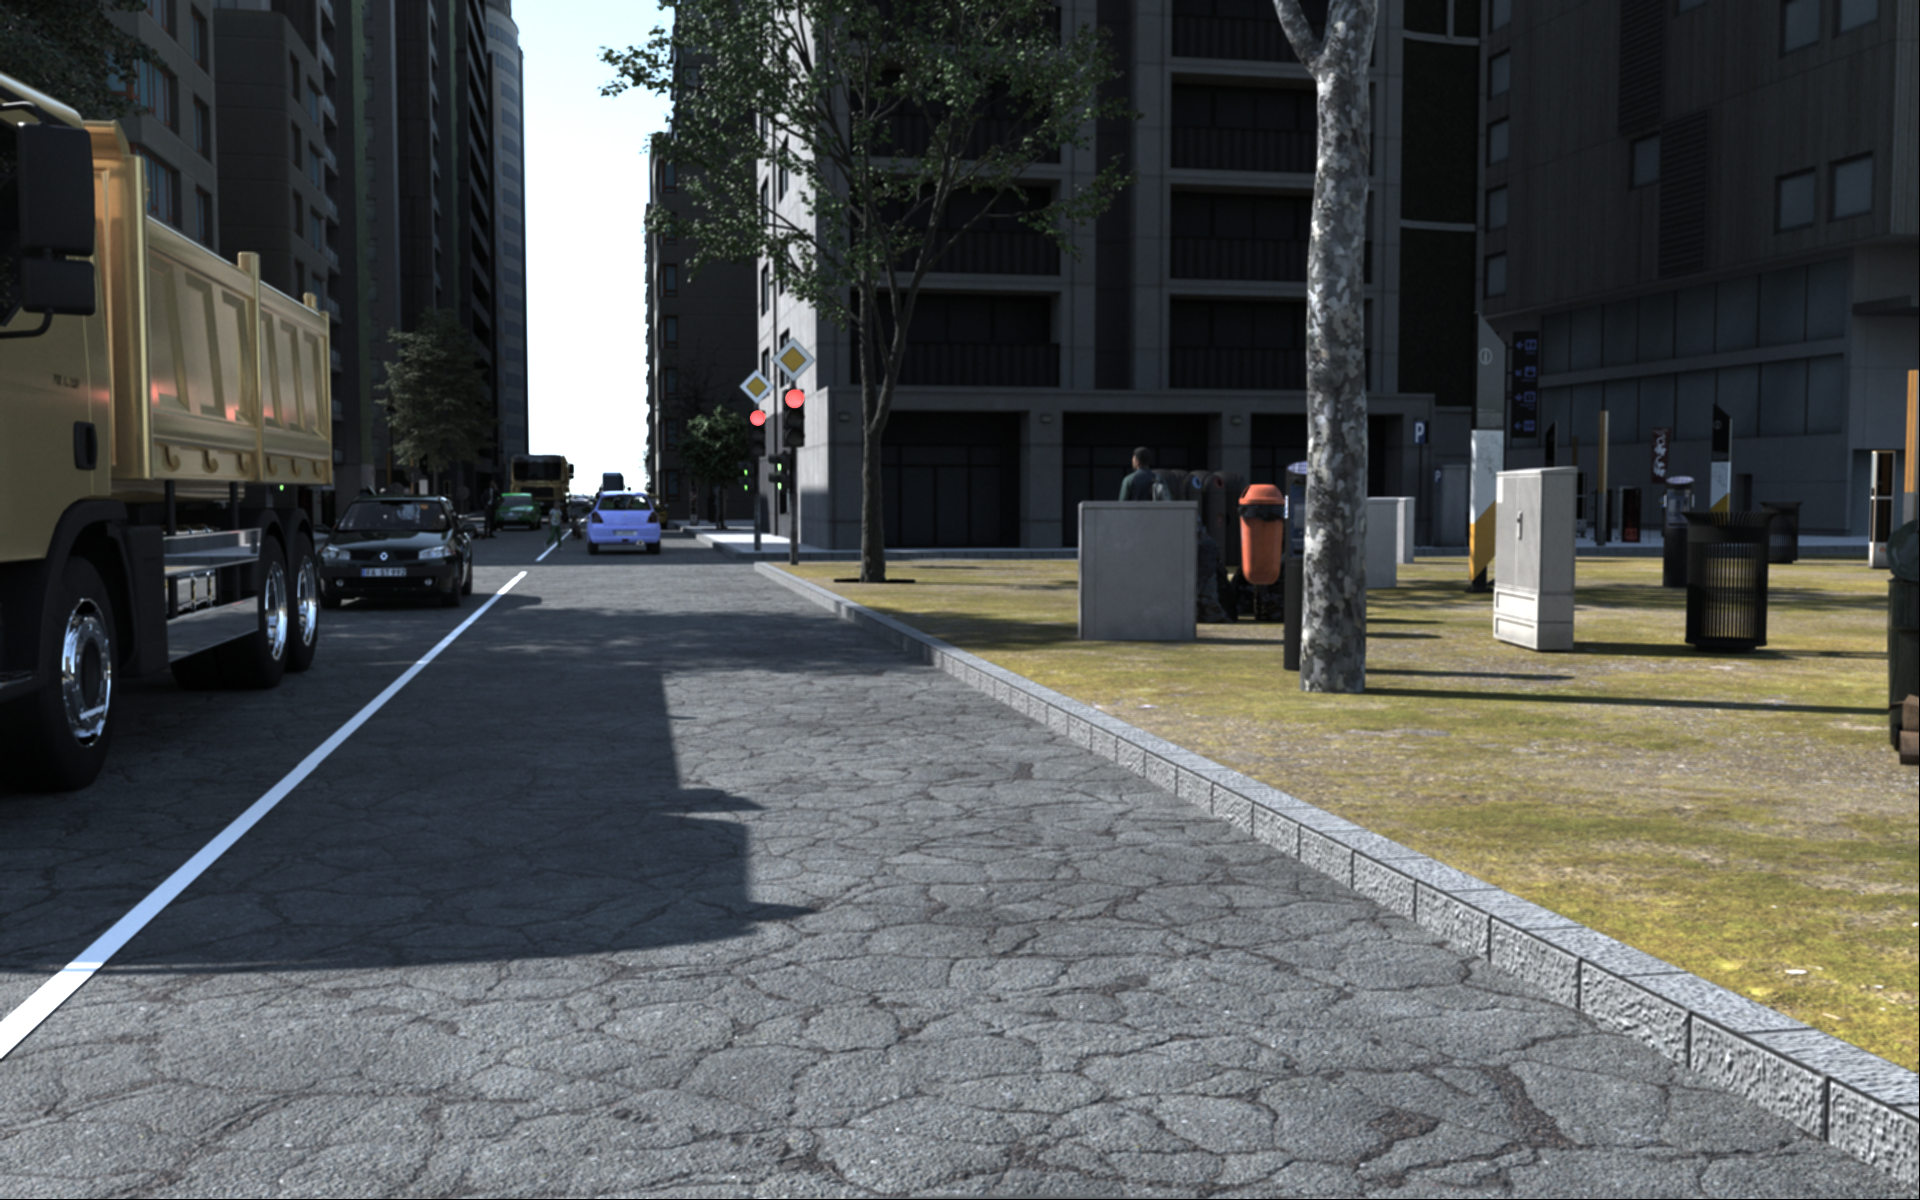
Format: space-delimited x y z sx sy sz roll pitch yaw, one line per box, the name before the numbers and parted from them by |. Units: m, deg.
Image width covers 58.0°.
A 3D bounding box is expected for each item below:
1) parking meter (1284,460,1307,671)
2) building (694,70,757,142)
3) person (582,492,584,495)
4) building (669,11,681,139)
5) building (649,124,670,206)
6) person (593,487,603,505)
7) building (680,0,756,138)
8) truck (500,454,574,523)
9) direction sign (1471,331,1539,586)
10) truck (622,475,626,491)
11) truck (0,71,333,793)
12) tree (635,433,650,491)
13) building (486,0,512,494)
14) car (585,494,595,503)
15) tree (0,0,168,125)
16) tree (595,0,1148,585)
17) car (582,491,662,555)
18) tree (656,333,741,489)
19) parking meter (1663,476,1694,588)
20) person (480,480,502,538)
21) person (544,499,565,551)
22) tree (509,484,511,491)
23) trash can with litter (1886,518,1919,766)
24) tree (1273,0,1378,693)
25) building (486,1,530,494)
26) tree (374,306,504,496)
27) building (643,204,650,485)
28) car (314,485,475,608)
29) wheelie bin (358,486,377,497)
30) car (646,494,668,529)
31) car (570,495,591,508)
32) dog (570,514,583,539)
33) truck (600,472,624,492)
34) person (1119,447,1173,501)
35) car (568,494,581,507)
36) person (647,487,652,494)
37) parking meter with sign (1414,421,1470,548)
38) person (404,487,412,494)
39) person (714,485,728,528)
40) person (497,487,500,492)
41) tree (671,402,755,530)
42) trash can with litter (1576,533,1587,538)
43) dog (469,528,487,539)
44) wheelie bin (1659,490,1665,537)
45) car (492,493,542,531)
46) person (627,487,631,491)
parking meter | 2.559 -0.258 12.633 0.372 1.533 0.369 0 3 0
building | -11.812 -21.486 122.999 14.160 30.474 14.107 -1 4 -11
person | -54.348 -14.730 250.048 1.217 1.735 0.721 2 4 24
building | -15.042 -32.989 158.983 23.786 49.044 30.456 -1 4 -11
building | -30.566 -34.321 211.260 14.600 45.320 14.200 -1 4 -11
person | -18.548 -4.920 89.123 0.661 1.801 0.590 -2 4 -23
building | -14.854 -27.695 136.412 14.154 41.232 14.086 -1 4 -11
truck | -20.940 -5.543 86.557 3.469 3.379 9.791 -1 4 -11
direction sign | 7.602 -1.971 24.229 0.876 3.537 0.379 1 4 19
truck | -47.200 -15.116 236.906 2.967 4.110 18.799 -1 4 -11
truck | -5.841 -0.874 10.221 3.469 3.379 9.791 -1 4 -11
tree | -35.271 -15.163 198.279 4.737 8.622 4.395 0 3 0
building | -66.945 -48.282 227.668 20.563 71.187 20.611 -1 4 -11
car | -55.743 -15.166 259.969 2.014 1.417 4.499 -1 4 -13
tree | -14.207 -6.963 20.505 9.857 13.997 8.962 0 3 0
tree | -1.112 -6.063 24.887 9.928 11.665 9.643 0 3 0
car | -8.255 -2.004 42.363 1.945 1.707 3.694 -1 4 -13
tree | -12.235 -7.950 80.345 4.360 8.622 3.978 0 3 0
parking meter | 9.914 -0.947 23.894 0.372 1.533 0.369 0 3 0
person | -15.293 -2.979 56.577 0.474 1.900 0.648 3 5 41
person | -10.230 -1.893 43.692 0.590 1.304 0.306 2 4 26
tree | -48.814 -12.067 191.897 1.663 3.219 1.824 0 3 0
trash can with litter | 4.855 0.181 8.433 0.624 1.170 1.055 2 4 26
tree | 3.136 -9.551 12.041 12.611 20.169 13.585 0 3 0
building | -62.520 -40.495 204.090 21.231 58.520 28.212 -1 4 -11
tree | -31.526 -11.413 104.722 7.486 12.596 7.792 0 3 0
building | -35.533 -36.842 256.996 22.147 44.769 28.867 -1 4 -11
car | -7.467 -0.812 23.065 2.009 1.686 4.222 -1 4 -13
wheelie bin | -22.040 -3.467 64.590 0.693 1.594 0.980 -1 4 -11
car | -13.063 -3.763 71.743 2.015 1.641 3.980 -1 4 -13
car | -39.477 -10.263 180.161 2.083 1.381 4.827 -1 4 -11
dog | -12.053 -2.328 54.900 0.800 0.831 0.513 -3 5 -40
truck | -41.529 -13.285 206.974 2.967 4.110 18.799 -1 4 -12
person | 2.073 -0.861 20.106 0.794 1.824 0.713 0 4 7
car | -44.207 -11.593 198.342 1.959 1.807 4.718 -1 4 -10
person | -15.109 -4.577 83.685 0.532 1.782 0.716 -1 4 -19
parking meter with sign | 11.805 -2.774 41.623 1.738 3.016 0.543 -1 4 -15
person | -13.497 -1.962 42.389 0.589 1.601 0.330 0 4 4
person | -8.896 -3.578 64.726 0.466 1.800 0.511 2 4 34
person | -29.630 -6.304 110.929 0.474 1.900 0.648 -1 4 -13
tree | -8.593 -4.792 62.057 4.285 4.588 4.351 0 3 0
trash can with litter | 17.629 -2.436 50.891 2.233 1.210 1.678 3 5 40
dog | -15.331 -2.129 55.004 0.550 0.427 0.748 -2 4 -30
wheelie bin | 21.250 -2.653 51.286 0.980 1.594 0.693 0 4 -5
car | -17.783 -3.705 69.367 1.959 1.807 4.718 -1 4 -10
person | -15.622 -4.431 81.295 0.444 1.785 0.601 -1 4 -23
